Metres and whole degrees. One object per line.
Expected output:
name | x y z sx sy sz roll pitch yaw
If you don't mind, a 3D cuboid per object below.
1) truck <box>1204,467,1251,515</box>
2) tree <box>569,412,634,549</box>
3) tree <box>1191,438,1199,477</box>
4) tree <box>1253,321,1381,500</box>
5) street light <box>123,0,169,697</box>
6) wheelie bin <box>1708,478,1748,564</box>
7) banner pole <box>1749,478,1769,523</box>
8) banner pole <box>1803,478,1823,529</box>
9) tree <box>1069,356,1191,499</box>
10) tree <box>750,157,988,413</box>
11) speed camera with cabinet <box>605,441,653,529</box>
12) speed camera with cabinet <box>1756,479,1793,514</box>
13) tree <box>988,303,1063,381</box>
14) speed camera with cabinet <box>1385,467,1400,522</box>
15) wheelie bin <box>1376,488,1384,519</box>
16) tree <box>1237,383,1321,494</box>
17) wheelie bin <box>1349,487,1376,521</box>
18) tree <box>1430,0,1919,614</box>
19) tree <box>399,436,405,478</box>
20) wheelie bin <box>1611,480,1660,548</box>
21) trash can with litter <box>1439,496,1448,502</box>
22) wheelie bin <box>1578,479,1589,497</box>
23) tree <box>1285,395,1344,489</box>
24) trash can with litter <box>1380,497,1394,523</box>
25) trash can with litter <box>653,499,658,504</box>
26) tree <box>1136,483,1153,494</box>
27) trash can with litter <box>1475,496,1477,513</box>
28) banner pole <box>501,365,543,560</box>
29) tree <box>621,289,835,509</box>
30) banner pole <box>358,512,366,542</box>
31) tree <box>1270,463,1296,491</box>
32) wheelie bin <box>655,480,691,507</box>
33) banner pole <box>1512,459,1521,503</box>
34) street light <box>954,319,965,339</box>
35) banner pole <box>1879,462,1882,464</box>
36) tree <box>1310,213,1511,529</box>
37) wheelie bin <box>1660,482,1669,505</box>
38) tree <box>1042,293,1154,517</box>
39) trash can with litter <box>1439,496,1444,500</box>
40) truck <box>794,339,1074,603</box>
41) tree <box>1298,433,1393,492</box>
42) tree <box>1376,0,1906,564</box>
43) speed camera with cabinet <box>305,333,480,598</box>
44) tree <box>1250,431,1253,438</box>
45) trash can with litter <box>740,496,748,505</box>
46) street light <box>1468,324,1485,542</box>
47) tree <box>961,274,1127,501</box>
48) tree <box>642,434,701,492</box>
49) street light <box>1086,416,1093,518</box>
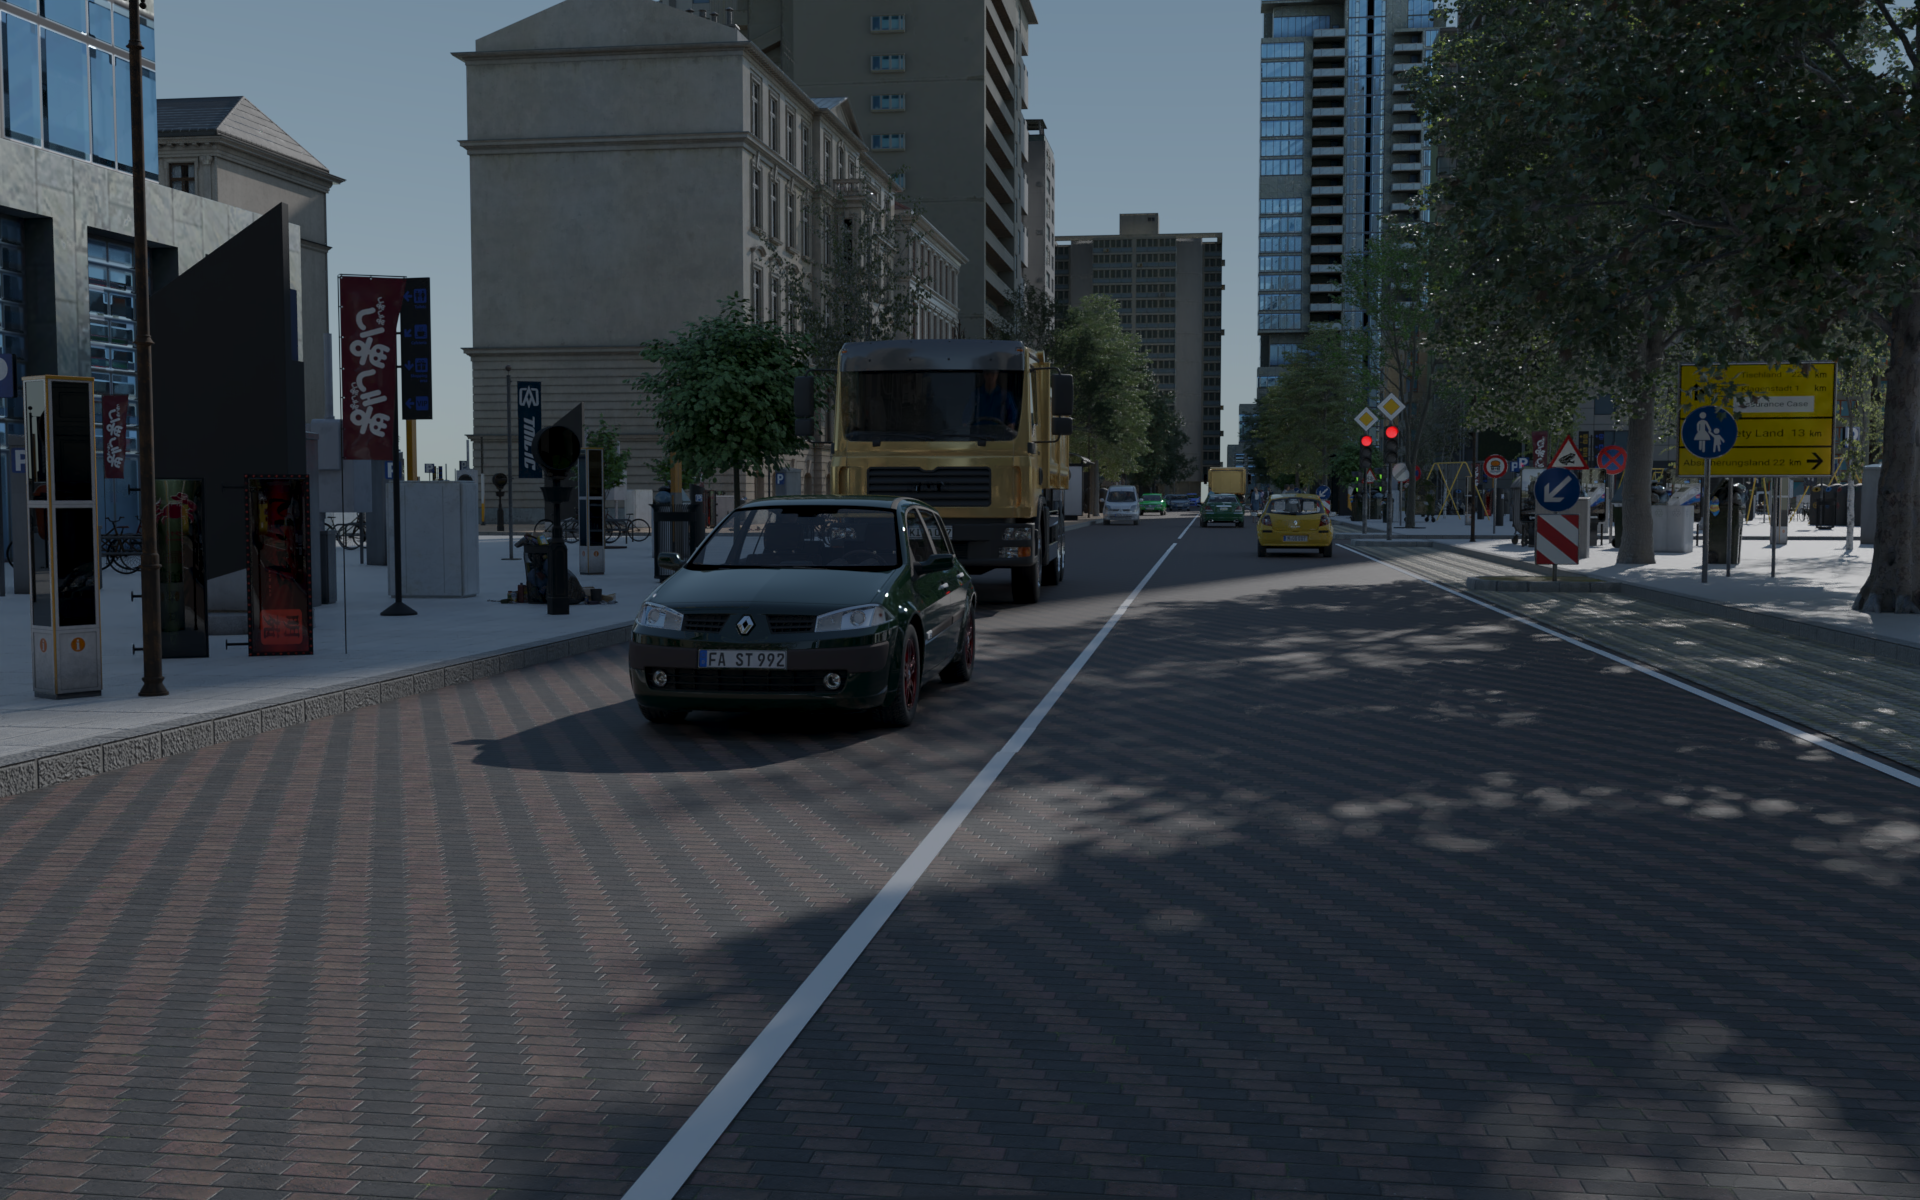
truck | 19.073 -7.813 123.665 3.469 3.379 9.791 1 4 9
tree | -8.517 -2.824 40.778 1.663 3.219 1.824 0 3 0
tree | 18.288 -15.817 175.609 9.611 12.733 9.660 0 3 0
tree | 23.894 -11.983 114.047 7.486 12.596 7.792 0 3 0
street light | -5.144 -2.329 10.869 0.468 5.910 1.993 1 4 8
wheelie bin | 14.119 -1.470 31.940 0.693 1.594 0.980 2 4 32
banner pole | 35.339 -5.292 76.535 0.863 3.779 0.401 3 5 39
banner pole | 31.769 -4.545 64.334 0.863 3.779 0.401 1 4 14
tree | 13.136 -13.518 138.031 9.611 12.733 9.660 0 3 0
tree | -2.310 -5.308 37.154 4.360 8.622 3.978 0 3 0
speed camera with cabinet | -12.455 -4.325 65.046 0.660 3.252 2.038 2 4 33
speed camera with cabinet | 51.470 -7.039 109.418 0.660 3.252 2.038 -3 5 -44
tree | 1.715 -7.082 66.146 4.360 8.622 3.978 0 3 0
speed camera with cabinet | 19.859 -5.214 79.577 0.660 3.252 2.038 1 4 11
wheelie bin | 20.943 -4.868 87.505 0.980 1.594 0.693 3 5 41
tree | 36.380 -17.642 195.103 9.857 13.997 8.962 0 3 0
wheelie bin | 18.814 -4.494 81.386 0.980 1.594 0.693 -1 4 -18
tree | 10.230 -6.207 18.485 9.611 12.733 9.660 0 3 0
tree | -15.970 -3.293 48.440 1.663 3.219 1.824 0 3 0
wheelie bin | 15.909 -2.030 41.102 0.693 1.594 0.980 -1 4 -19
trash can with litter | 30.751 -6.100 111.120 1.055 1.170 0.624 1 4 21
wheelie bin | 13.098 -1.800 37.339 0.980 1.594 0.693 0 4 -7
tree | 25.214 -10.464 121.441 4.737 8.622 4.395 0 3 0
trash can with litter | 19.041 -4.029 77.254 0.624 1.170 1.055 1 4 14
trash can with litter | -12.219 -3.614 70.482 1.055 1.170 0.624 0 4 -6
tree | 20.695 -14.532 187.964 4.360 8.622 3.978 0 3 0
trash can with litter | 35.473 -6.533 117.871 2.233 1.210 1.678 0 4 1
banner pole | -8.532 -2.674 33.733 0.863 3.779 0.401 -2 4 -24
tree | -3.699 -2.701 27.873 4.285 4.588 4.351 0 3 0
banner pole | -16.046 -3.462 46.622 0.401 3.779 0.863 -2 4 -24
tree | 31.165 -10.823 160.667 4.285 4.588 4.351 0 3 0
wheelie bin | -6.640 -1.963 40.009 0.693 1.594 0.980 1 4 9
banner pole | 39.733 -8.185 123.839 0.863 3.779 0.401 3 4 38
street light | -0.014 -4.474 45.945 0.468 5.910 1.993 1 4 8
banner pole | 62.936 -7.842 118.235 0.863 3.779 0.401 -2 4 -33
tree | 16.795 -8.466 64.167 9.928 11.665 9.643 0 3 0
wheelie bin | 18.505 -2.308 45.642 0.693 1.594 0.980 0 4 1
tree | 7.369 -11.030 98.464 7.486 12.596 7.792 0 3 0
trash can with litter | 32.682 -6.558 118.279 1.678 1.210 2.233 -3 4 -38
truck | 0.064 -1.778 24.987 3.469 3.379 9.791 0 4 6
tree | 21.117 -6.608 91.761 4.285 4.588 4.351 0 3 0
tree | 12.637 -7.647 31.687 9.857 13.997 8.962 0 3 0
speed camera with cabinet | -7.080 -1.664 21.538 2.038 3.252 0.660 0 4 4
tree | 28.929 -14.202 150.325 7.486 12.596 7.792 0 3 0
trash can with litter | -7.361 -3.049 60.911 1.678 1.210 2.233 2 4 24
street light | 13.758 -4.497 46.307 0.468 5.910 1.993 1 4 8
tree | 3.667 -8.514 73.619 7.601 10.594 8.767 2 4 32
tree | -7.827 -3.302 48.583 1.663 3.219 1.824 0 3 0
street light | 6.887 -7.320 92.475 0.468 5.910 1.993 1 4 8
